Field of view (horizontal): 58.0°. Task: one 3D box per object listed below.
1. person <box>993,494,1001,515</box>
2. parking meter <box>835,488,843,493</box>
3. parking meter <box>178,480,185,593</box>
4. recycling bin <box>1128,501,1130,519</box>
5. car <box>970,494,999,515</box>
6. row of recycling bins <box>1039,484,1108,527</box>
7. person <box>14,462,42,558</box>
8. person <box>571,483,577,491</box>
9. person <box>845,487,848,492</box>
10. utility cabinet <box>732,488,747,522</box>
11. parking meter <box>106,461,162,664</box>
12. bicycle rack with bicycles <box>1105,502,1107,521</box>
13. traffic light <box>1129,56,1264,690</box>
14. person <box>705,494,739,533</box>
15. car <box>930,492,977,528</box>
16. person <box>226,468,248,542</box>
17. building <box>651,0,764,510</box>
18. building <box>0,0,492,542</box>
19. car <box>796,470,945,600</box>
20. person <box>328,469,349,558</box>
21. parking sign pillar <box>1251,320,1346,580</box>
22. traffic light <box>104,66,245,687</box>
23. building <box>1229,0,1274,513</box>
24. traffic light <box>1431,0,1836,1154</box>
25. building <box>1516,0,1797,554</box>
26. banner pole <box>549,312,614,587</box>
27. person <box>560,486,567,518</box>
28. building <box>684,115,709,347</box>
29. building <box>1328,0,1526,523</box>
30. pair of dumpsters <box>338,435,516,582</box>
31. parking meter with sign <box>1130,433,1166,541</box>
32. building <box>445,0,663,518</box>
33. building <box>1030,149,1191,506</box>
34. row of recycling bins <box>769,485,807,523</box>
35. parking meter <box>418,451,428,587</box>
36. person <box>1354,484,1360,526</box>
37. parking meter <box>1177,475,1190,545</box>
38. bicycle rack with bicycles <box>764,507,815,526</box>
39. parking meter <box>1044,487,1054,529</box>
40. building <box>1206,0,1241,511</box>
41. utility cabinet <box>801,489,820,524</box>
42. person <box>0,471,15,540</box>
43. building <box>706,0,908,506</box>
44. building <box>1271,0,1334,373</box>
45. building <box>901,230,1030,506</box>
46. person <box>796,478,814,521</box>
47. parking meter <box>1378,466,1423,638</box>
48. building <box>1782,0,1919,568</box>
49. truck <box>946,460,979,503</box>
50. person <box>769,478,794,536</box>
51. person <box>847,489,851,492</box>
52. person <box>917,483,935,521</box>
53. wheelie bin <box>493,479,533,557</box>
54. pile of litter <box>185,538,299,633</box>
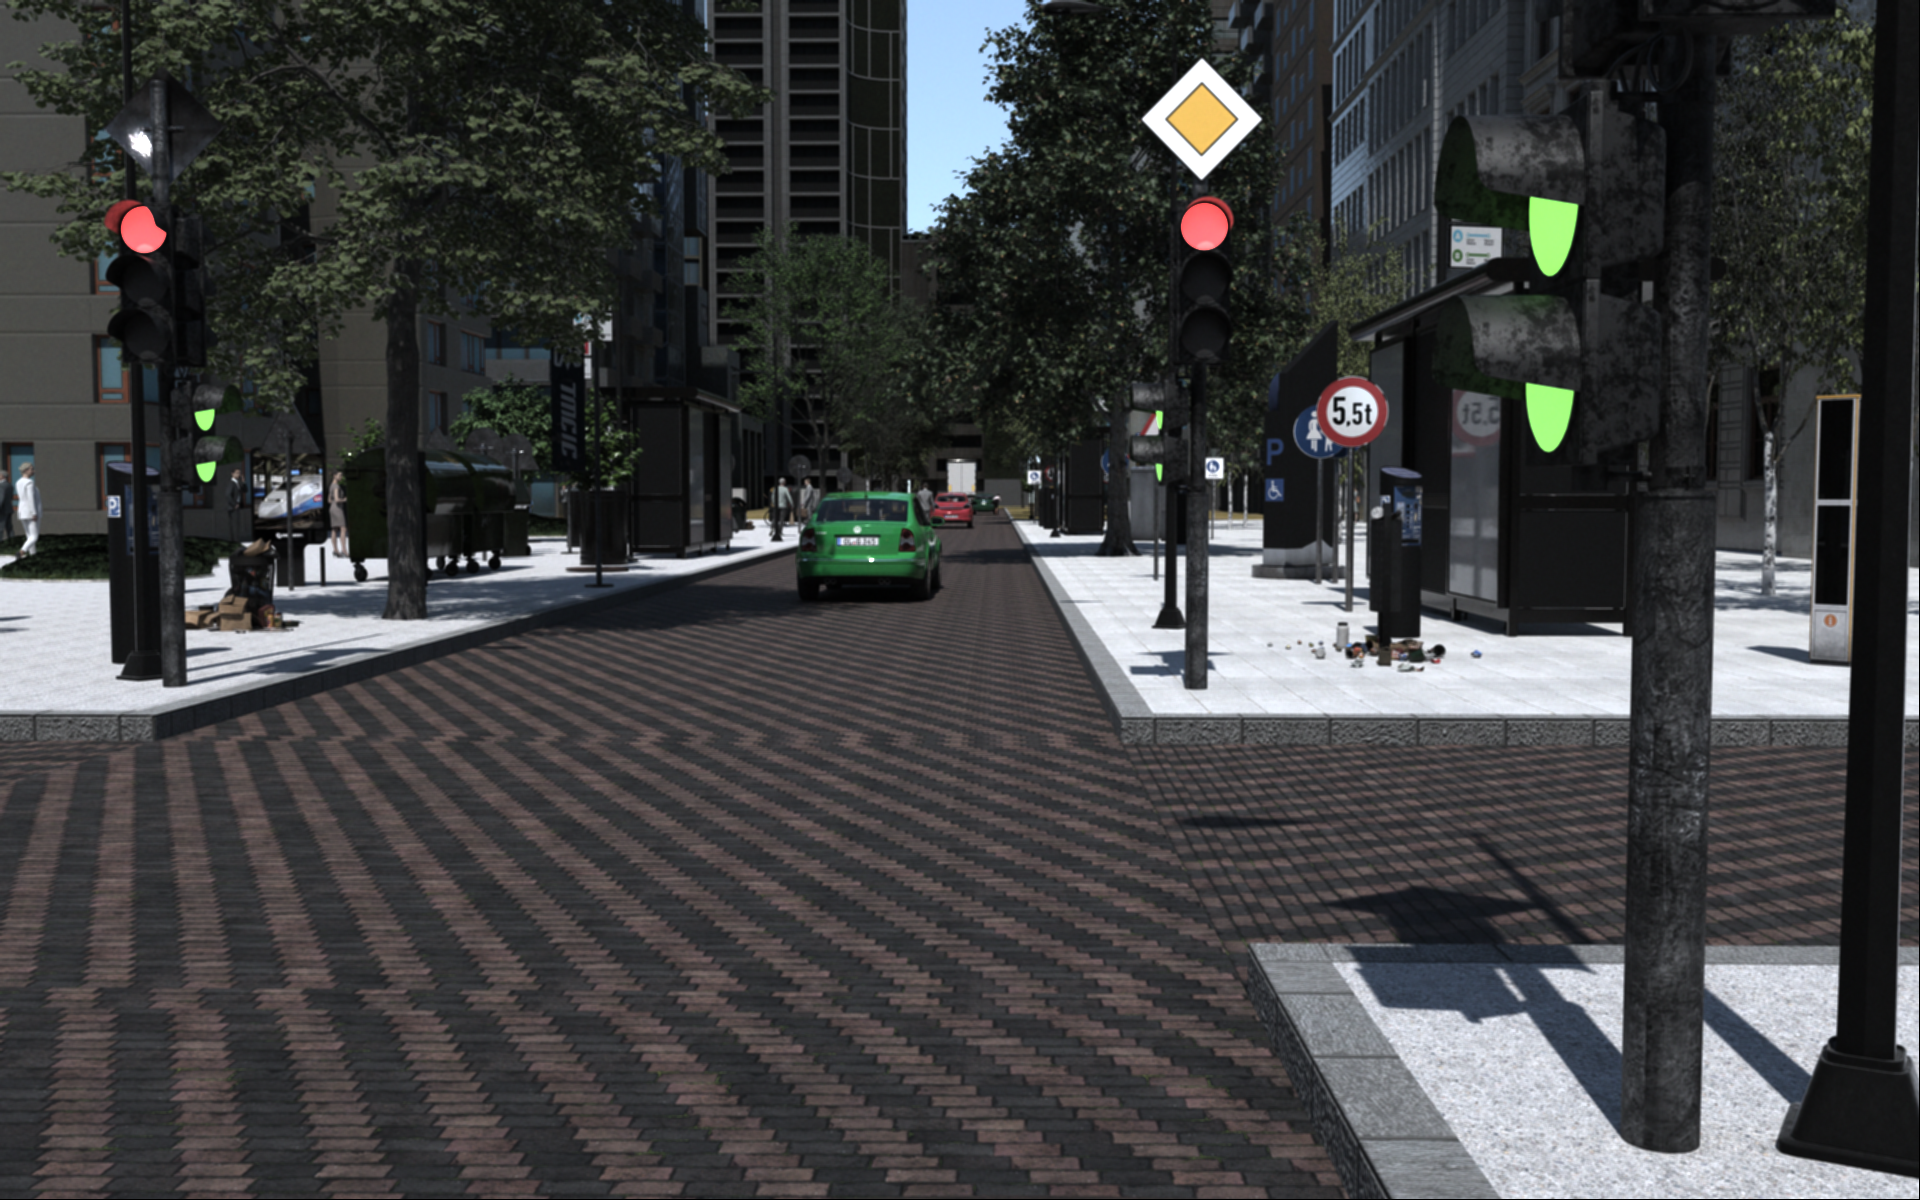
[{"bbox_3d":[2.515,-6.397,116.284,0.628,1.438,0.799,-1,4,-10],"label":"person"},{"bbox_3d":[-5.528,-4.314,78.949,0.372,1.533,0.369,0,3,0],"label":"parking meter"},{"bbox_3d":[-10.215,-0.851,22.332,0.372,1.533,0.369,0,3,0],"label":"parking meter"},{"bbox_3d":[5.941,-3.096,63.167,0.722,1.027,0.722,-1,4,-20],"label":"recycling bin"},{"bbox_3d":[1.733,-6.700,121.339,2.131,1.459,4.920,0,4,3],"label":"car"},{"bbox_3d":[4.837,-3.744,68.328,3.534,1.692,1.069,1,4,13],"label":"row of recycling bins"},{"bbox_3d":[-16.433,-1.502,30.485,0.514,1.842,0.818,1,4,13],"label":"person"},{"bbox_3d":[-16.634,-4.173,74.455,0.661,1.801,0.590,-3,5,-44],"label":"person"},{"bbox_3d":[-7.065,-6.121,106.805,1.217,1.739,0.721,-1,4,-9],"label":"person"},{"bbox_3d":[-8.745,-3.515,66.152,1.173,1.500,0.318,1,4,17],"label":"utility cabinet"},{"bbox_3d":[-6.284,-0.293,13.208,0.372,1.533,0.369,0,3,0],"label":"parking meter"},{"bbox_3d":[6.966,-4.203,82.099,2.925,0.926,2.852,3,5,41],"label":"bicycle rack with bicycles"},{"bbox_3d":[1.539,-1.369,11.310,0.839,4.253,0.868,0,4,1],"label":"traffic light"},{"bbox_3d":[-8.069,-3.114,57.178,1.509,1.804,0.699,3,4,38],"label":"person"},{"bbox_3d":[-0.346,-3.950,73.620,2.155,1.783,4.494,0,4,0],"label":"car"},{"bbox_3d":[-16.981,-2.160,40.719,0.474,1.900,0.648,-1,4,-18],"label":"person"},{"bbox_3d":[-32.716,-50.384,136.452,31.000,86.520,22.319,0,4,1],"label":"building"},{"bbox_3d":[-32.759,-12.815,54.572,27.650,21.520,28.899,0,4,1],"label":"building"},{"bbox_3d":[-1.230,-0.977,24.778,1.959,1.807,4.718,0,4,3],"label":"car"},{"bbox_3d":[-12.463,-1.739,34.810,0.374,1.781,0.599,-2,4,-35],"label":"person"},{"bbox_3d":[5.223,-2.330,26.569,1.447,3.967,1.447,-3,5,-43],"label":"parking sign pillar"},{"bbox_3d":[-5.221,-1.377,11.435,0.839,4.253,0.868,0,4,1],"label":"traffic light"},{"bbox_3d":[30.360,-30.467,117.744,23.786,49.044,30.456,0,4,1],"label":"building"},{"bbox_3d":[1.372,-0.881,3.327,0.839,4.253,0.868,0,4,1],"label":"traffic light"},{"bbox_3d":[22.806,-12.802,45.464,11.583,22.565,21.152,0,4,1],"label":"building"},{"bbox_3d":[-5.203,-2.064,23.760,0.863,3.779,0.401,-2,4,-25],"label":"banner pole"},{"bbox_3d":[-19.491,-4.867,85.795,0.592,1.802,0.473,-1,4,-22],"label":"person"},{"bbox_3d":[-41.383,-33.039,194.813,28.867,44.769,22.147,0,4,1],"label":"building"},{"bbox_3d":[23.392,-17.934,70.709,11.434,29.767,29.804,0,4,1],"label":"building"},{"bbox_3d":[-8.352,-1.521,27.364,1.574,2.255,4.437,0,4,1],"label":"pair of dumpsters"},{"bbox_3d":[5.038,-3.129,47.427,1.738,3.016,0.543,1,4,18],"label":"parking meter with sign"},{"bbox_3d":[-30.219,-29.493,101.817,23.786,49.044,30.456,0,4,1],"label":"building"},{"bbox_3d":[23.000,-35.142,194.174,30.456,49.044,23.786,0,4,1],"label":"building"},{"bbox_3d":[-7.668,-4.410,79.222,1.069,1.692,3.534,-2,4,-33],"label":"row of recycling bins"},{"bbox_3d":[-7.578,-1.111,23.870,0.399,1.863,0.255,1,4,20],"label":"parking meter"},{"bbox_3d":[15.942,-3.854,70.054,0.522,1.701,0.512,2,4,33],"label":"person"},{"bbox_3d":[5.652,-2.344,44.037,0.399,1.863,0.255,0,4,-3],"label":"parking meter"},{"bbox_3d":[-6.509,-3.468,70.085,2.925,0.926,2.852,0,4,7],"label":"bicycle rack with bicycles"},{"bbox_3d":[3.251,-3.371,63.528,0.372,1.533,0.369,0,3,0],"label":"parking meter"},{"bbox_3d":[26.432,-27.955,140.662,14.154,41.232,14.086,0,4,1],"label":"building"},{"bbox_3d":[-6.258,-3.991,73.930,1.173,1.500,0.318,2,4,31],"label":"utility cabinet"},{"bbox_3d":[-21.273,-1.967,38.381,0.590,1.801,0.661,0,4,-7],"label":"person"},{"bbox_3d":[-16.640,-46.220,193.948,20.611,71.187,20.563,0,4,1],"label":"building"},{"bbox_3d":[25.220,-27.220,95.166,14.600,45.320,14.200,0,4,1],"label":"building"},{"bbox_3d":[0.625,-25.615,190.509,14.107,30.474,14.160,0,4,1],"label":"building"},{"bbox_3d":[-5.133,-3.215,58.729,0.853,1.813,0.709,0,4,-2],"label":"person"},{"bbox_3d":[3.951,-0.437,15.550,0.372,1.533,0.369,0,3,0],"label":"parking meter"},{"bbox_3d":[24.977,-10.667,29.158,16.860,20.320,10.420,0,4,1],"label":"building"},{"bbox_3d":[0.175,-9.608,146.011,2.839,4.237,11.283,0,4,0],"label":"truck"},{"bbox_3d":[-5.399,-2.830,52.803,0.782,1.767,0.515,1,4,18],"label":"person"},{"bbox_3d":[-10.269,-9.262,158.272,0.445,1.727,0.742,2,4,26],"label":"person"},{"bbox_3d":[-1.203,-3.036,58.258,0.709,1.813,0.853,0,4,-3],"label":"person"},{"bbox_3d":[-9.267,-1.689,35.523,0.693,1.594,0.980,3,5,44],"label":"wheelie bin"},{"bbox_3d":[-7.013,-0.162,16.620,1.176,0.858,1.719,-2,4,-30],"label":"pile of litter"}]
